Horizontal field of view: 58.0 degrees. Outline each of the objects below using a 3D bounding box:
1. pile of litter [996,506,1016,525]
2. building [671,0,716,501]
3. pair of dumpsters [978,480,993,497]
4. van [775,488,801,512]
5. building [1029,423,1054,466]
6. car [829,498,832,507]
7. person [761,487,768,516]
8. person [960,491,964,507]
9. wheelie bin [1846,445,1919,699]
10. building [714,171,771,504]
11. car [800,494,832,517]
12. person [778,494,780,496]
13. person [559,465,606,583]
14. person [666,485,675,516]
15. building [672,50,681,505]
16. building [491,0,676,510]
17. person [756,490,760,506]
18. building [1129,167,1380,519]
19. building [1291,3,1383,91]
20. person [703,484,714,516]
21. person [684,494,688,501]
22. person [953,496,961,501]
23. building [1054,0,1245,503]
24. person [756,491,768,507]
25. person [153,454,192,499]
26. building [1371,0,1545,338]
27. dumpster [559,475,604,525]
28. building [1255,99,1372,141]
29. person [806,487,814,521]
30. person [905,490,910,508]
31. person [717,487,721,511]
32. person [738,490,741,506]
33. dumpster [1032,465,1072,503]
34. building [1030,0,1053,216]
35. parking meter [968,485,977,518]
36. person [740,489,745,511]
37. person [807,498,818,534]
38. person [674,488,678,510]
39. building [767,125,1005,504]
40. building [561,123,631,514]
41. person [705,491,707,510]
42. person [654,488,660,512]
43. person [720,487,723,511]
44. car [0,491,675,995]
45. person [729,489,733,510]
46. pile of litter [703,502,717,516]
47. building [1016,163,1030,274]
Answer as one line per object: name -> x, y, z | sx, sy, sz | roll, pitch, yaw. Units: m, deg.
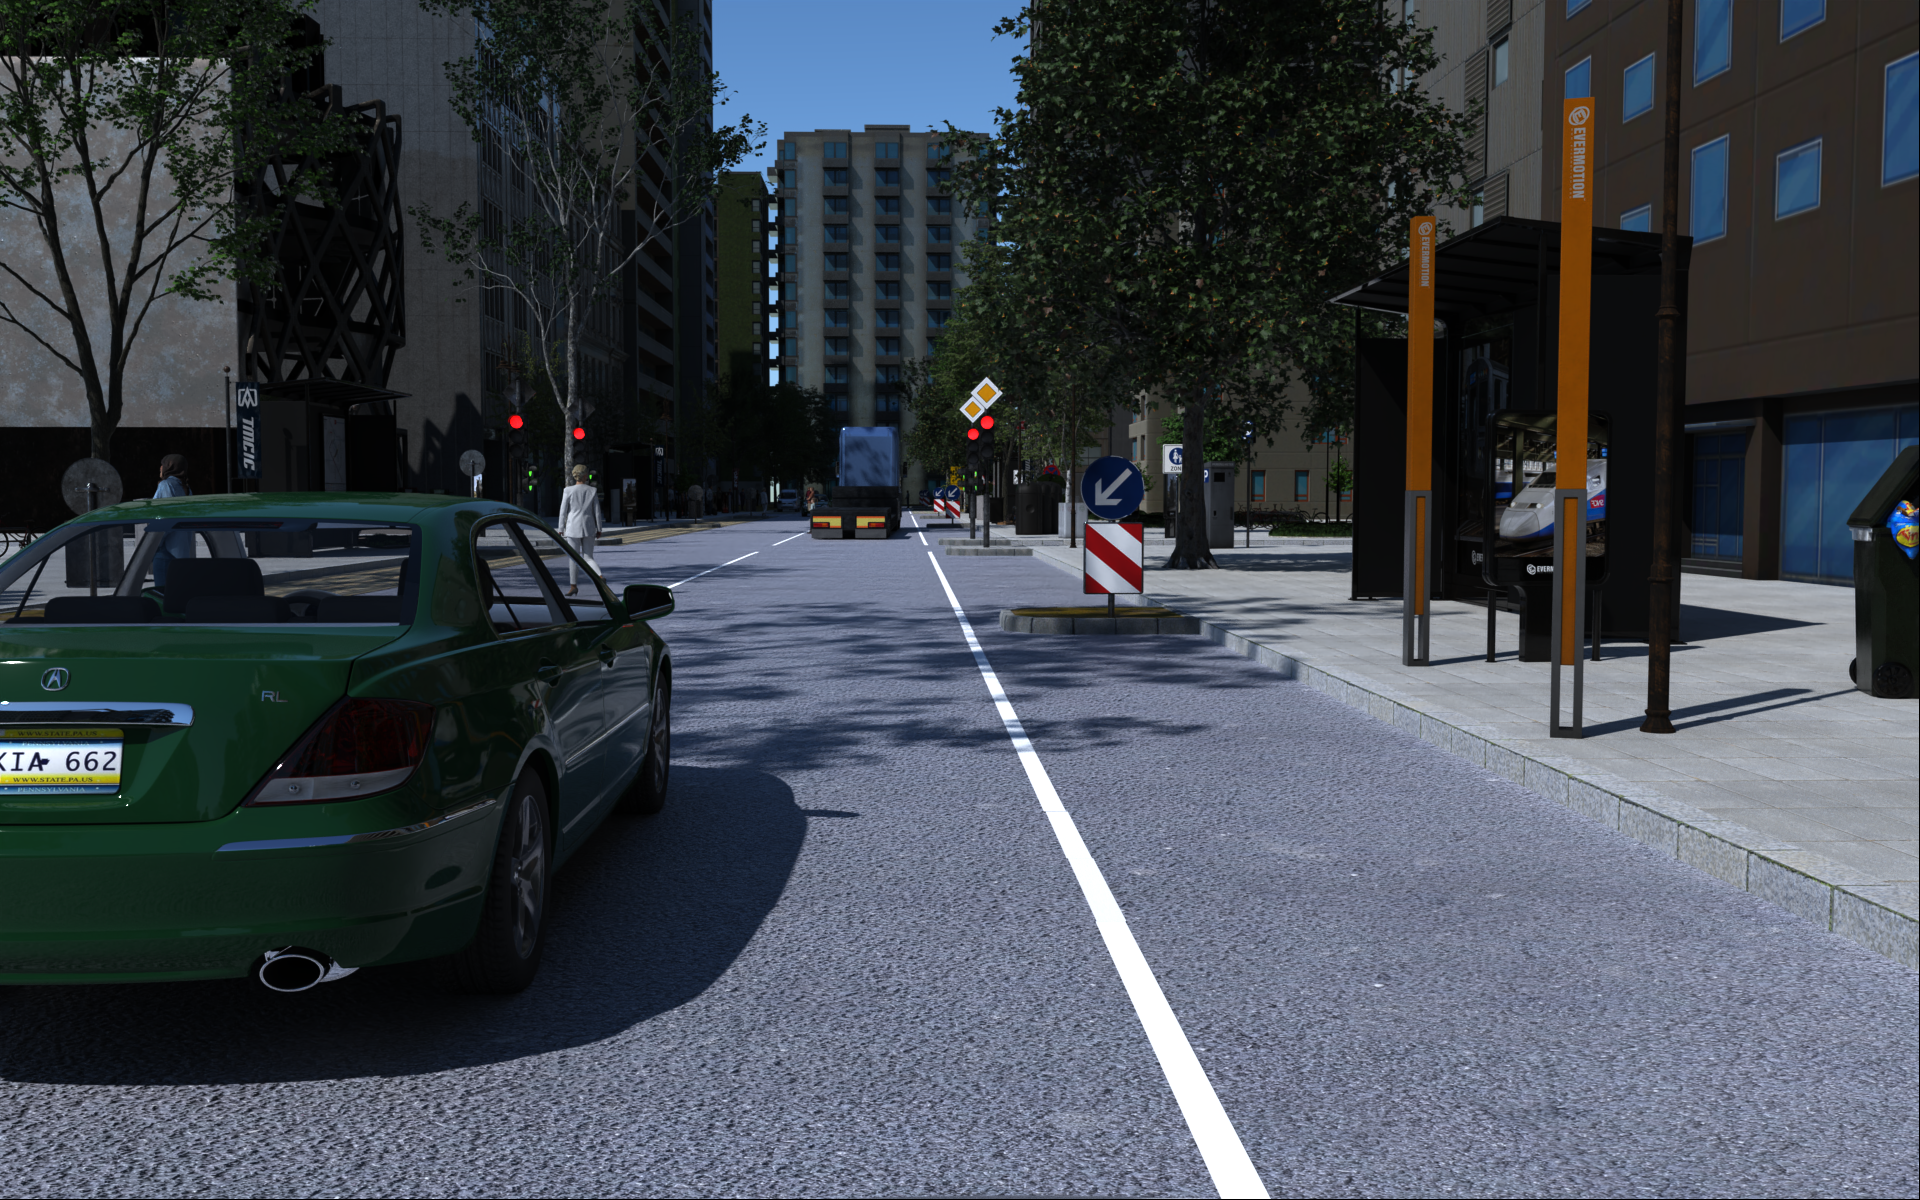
pile of litter -> 2.313, -3.569, 72.324 | 1.719, 0.858, 1.176 | 3, 5, 43
building -> -40.132, -39.029, 180.127 | 28.212, 58.520, 21.231 | 0, 4, -2
pair of dumpsters -> 1.519, -6.292, 105.374 | 1.574, 2.255, 4.437 | 0, 4, -2
van -> -13.668, -8.020, 138.135 | 2.013, 2.044, 4.112 | 0, 4, -2
building -> 20.864, -19.186, 158.728 | 27.650, 21.520, 28.899 | 0, 4, -2
car -> -11.185, -9.315, 161.101 | 1.959, 1.807, 4.718 | 0, 4, -3
person -> -11.906, -5.915, 105.083 | 0.514, 1.842, 0.818 | 1, 4, 21
person -> 0.307, -10.269, 174.864 | 0.530, 1.710, 0.541 | -1, 4, -10
wheelie bin -> 6.098, -0.193, 11.070 | 0.693, 1.594, 0.980 | 1, 4, 15
building -> -31.813, -32.931, 222.015 | 14.086, 41.232, 14.154 | 0, 4, -2
car -> -9.236, -6.103, 111.581 | 2.131, 1.459, 4.920 | 0, 4, -3
person -> -19.372, -11.229, 189.664 | 1.348, 1.821, 0.705 | -1, 4, -19
person -> -5.237, -0.961, 24.088 | 0.818, 1.842, 0.514 | 3, 5, 43
person -> -17.227, -5.927, 102.799 | 0.795, 1.843, 0.661 | 2, 4, 27
building -> -32.687, -28.679, 152.498 | 14.154, 41.232, 14.086 | 0, 4, -2
building -> -34.190, -31.188, 133.631 | 21.300, 48.544, 21.600 | 0, 4, -2
person -> -21.507, -10.875, 184.572 | 0.721, 1.735, 1.217 | -2, 4, -26
building -> 25.596, -15.682, 101.441 | 27.650, 21.520, 28.899 | 0, 4, -2
building -> 47.632, -48.237, 226.923 | 20.611, 71.187, 20.563 | 0, 4, -2
person -> -14.641, -5.804, 100.785 | 0.795, 1.843, 0.661 | 1, 4, 13
person -> -17.782, -6.464, 112.002 | 0.793, 1.790, 0.793 | 2, 4, 27
person -> -0.471, -8.482, 144.741 | 1.348, 1.823, 0.705 | 2, 4, 24
building -> 14.319, -27.683, 136.208 | 14.154, 41.232, 14.086 | 0, 4, -2
person -> -19.988, -10.299, 175.159 | 1.217, 1.736, 0.721 | 0, 4, 8
person -> -7.068, -0.417, 15.580 | 0.793, 1.790, 0.793 | -3, 5, -41
building -> 56.646, -36.097, 179.417 | 27.495, 52.752, 28.713 | 0, 4, -2
dumpster -> -15.191, -4.097, 69.478 | 1.502, 2.255, 1.985 | 0, 4, -2
building -> 35.570, -32.778, 186.024 | 14.200, 45.320, 14.600 | 0, 4, -2
person -> -7.983, -5.143, 92.559 | 0.580, 1.828, 0.573 | 2, 4, 29
person -> -5.263, -10.118, 174.013 | 0.705, 1.814, 1.350 | 1, 4, 10
person -> -17.803, -7.432, 127.558 | 0.705, 1.823, 1.348 | -3, 5, -43
person -> -24.063, -11.071, 187.721 | 0.621, 1.740, 0.551 | 2, 4, 25
dumpster -> 3.078, -3.487, 59.498 | 1.502, 2.255, 1.985 | 0, 4, -2
building -> 16.045, -45.475, 181.771 | 20.563, 71.187, 20.611 | 0, 4, -2
parking meter -> 0.659, -5.223, 91.102 | 0.399, 1.863, 0.255 | -1, 4, -16
person -> -16.799, -7.758, 133.808 | 0.541, 1.710, 0.530 | -3, 5, -42
person -> -5.342, -3.050, 62.650 | 0.394, 1.301, 0.425 | 0, 4, 1
person -> -22.680, -8.074, 138.040 | 0.705, 1.826, 1.348 | 0, 4, -6
building -> -9.546, -37.169, 227.324 | 30.456, 49.044, 23.786 | 0, 4, -2
building -> -29.141, -19.181, 110.872 | 12.463, 27.353, 25.104 | 0, 4, -2
person -> -20.555, -8.133, 138.986 | 1.348, 1.831, 0.705 | 1, 4, 16
person -> -21.458, -7.056, 122.415 | 0.522, 1.701, 0.512 | 2, 4, 27
person -> -18.656, -7.862, 134.610 | 1.348, 1.821, 0.705 | -1, 4, -10
car -> -2.193, 0.333, 6.358 | 2.131, 1.459, 4.920 | 0, 4, -2
person -> -18.006, -7.864, 135.542 | 0.541, 1.710, 0.530 | -1, 4, -11
pile of litter -> -15.247, -5.489, 103.712 | 1.719, 0.858, 1.176 | -3, 4, -38
building -> 21.892, -37.267, 228.916 | 30.456, 49.044, 23.786 | 0, 4, -2
